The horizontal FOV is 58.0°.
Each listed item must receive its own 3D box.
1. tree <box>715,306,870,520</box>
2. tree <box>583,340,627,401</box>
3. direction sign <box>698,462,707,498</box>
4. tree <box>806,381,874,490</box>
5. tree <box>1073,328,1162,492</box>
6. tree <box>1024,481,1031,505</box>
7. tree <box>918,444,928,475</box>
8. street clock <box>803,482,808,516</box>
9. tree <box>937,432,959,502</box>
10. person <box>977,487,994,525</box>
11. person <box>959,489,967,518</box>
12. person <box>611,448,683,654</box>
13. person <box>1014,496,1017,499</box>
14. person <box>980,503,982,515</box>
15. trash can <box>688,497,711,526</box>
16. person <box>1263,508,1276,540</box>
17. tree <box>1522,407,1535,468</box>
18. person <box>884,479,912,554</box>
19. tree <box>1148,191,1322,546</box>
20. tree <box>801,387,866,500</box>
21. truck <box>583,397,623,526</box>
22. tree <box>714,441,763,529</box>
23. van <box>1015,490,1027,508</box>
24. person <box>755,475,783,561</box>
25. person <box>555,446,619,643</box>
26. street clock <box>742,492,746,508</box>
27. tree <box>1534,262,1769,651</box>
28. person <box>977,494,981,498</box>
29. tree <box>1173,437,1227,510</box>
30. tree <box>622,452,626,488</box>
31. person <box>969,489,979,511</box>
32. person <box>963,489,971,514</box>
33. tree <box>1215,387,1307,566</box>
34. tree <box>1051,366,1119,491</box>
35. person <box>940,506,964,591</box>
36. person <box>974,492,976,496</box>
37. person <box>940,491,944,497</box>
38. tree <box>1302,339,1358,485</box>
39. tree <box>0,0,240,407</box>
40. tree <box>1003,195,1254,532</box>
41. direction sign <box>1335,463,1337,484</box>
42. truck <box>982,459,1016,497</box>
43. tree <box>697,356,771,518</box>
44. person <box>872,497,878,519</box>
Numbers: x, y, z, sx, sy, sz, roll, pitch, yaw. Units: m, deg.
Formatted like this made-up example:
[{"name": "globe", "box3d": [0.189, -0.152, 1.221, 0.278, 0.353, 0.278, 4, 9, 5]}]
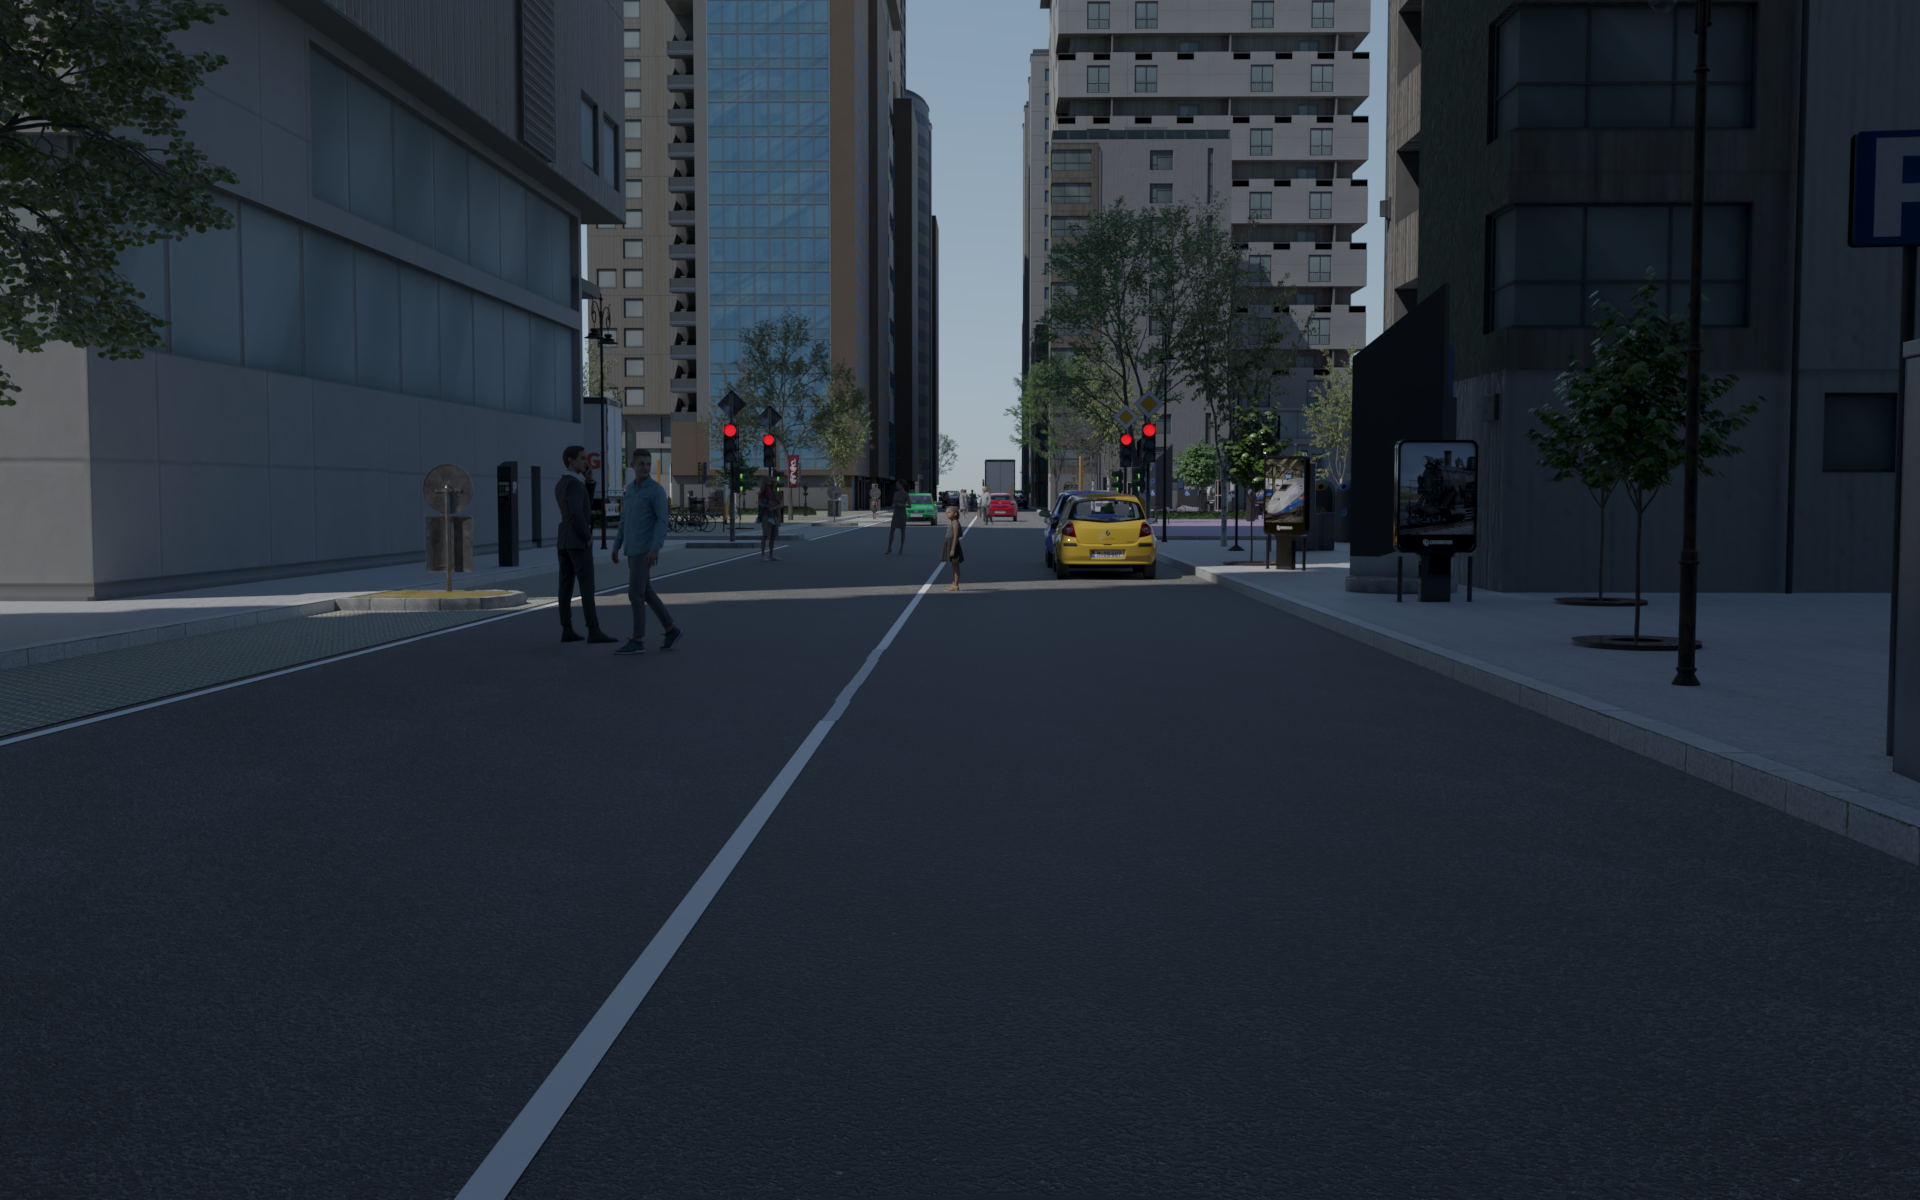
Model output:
[{"name": "tree", "box3d": [-8.211, -9.223, 85.212, 8.767, 10.594, 7.601, 1, 4, 15]}, {"name": "tree", "box3d": [-17.626, -7.928, 79.984, 4.737, 8.622, 4.395, 0, 3, 0]}, {"name": "direction sign", "box3d": [-18.298, -8.016, 123.059, 0.379, 3.537, 0.876, 3, 4, 36]}, {"name": "tree", "box3d": [-7.654, -9.771, 110.126, 4.737, 8.622, 4.395, 0, 3, 0]}, {"name": "tree", "box3d": [6.891, -7.770, 77.403, 4.737, 8.622, 4.395, 0, 3, 0]}, {"name": "tree", "box3d": [8.596, -13.375, 213.288, 1.663, 3.219, 1.824, 0, 3, 0]}, {"name": "tree", "box3d": [-6.182, -15.527, 204.227, 4.360, 8.622, 3.978, 0, 3, 0]}, {"name": "street clock", "box3d": [-8.931, -5.844, 100.112, 0.358, 2.002, 0.471, 0, 4, 0]}, {"name": "tree", "box3d": [-3.974, -22.240, 289.383, 9.928, 11.665, 9.643, 0, 3, 0]}, {"name": "person", "box3d": [1.136, -4.350, 80.108, 0.782, 1.767, 0.515, 3, 4, 37]}, {"name": "person", "box3d": [0.109, -5.699, 102.421, 0.466, 1.731, 0.760, 3, 5, 41]}, {"name": "person", "box3d": [-2.802, -0.446, 15.648, 0.748, 1.841, 0.638, -2, 4, -33]}, {"name": "person", "box3d": [4.485, -8.834, 153.645, 1.217, 1.736, 0.721, 1, 4, 15]}, {"name": "person", "box3d": [1.565, -6.573, 120.247, 0.640, 1.303, 0.475, 2, 4, 28]}, {"name": "trash can", "box3d": [-10.436, -3.491, 68.739, 0.748, 1.137, 0.748, 0, 3, 0]}, {"name": "person", "box3d": [9.209, -2.559, 50.529, 0.709, 1.800, 0.728, 1, 4, 19]}, {"name": "tree", "box3d": [7.370, -1.566, 20.210, 1.663, 3.219, 1.824, 0, 3, 0]}, {"name": "person", "box3d": [-1.474, -1.977, 41.169, 0.599, 1.781, 0.374, 2, 4, 29]}, {"name": "tree", "box3d": [6.506, -5.611, 42.101, 4.360, 8.622, 3.978, 0, 3, 0]}, {"name": "tree", "box3d": [-8.251, -10.132, 116.023, 4.360, 8.622, 3.978, 0, 3, 0]}, {"name": "truck", "box3d": [-15.741, -3.793, 50.931, 11.283, 4.237, 2.839, 0, 4, -1]}, {"name": "tree", "box3d": [-8.015, -4.202, 63.311, 1.663, 3.219, 1.824, 0, 3, 0]}, {"name": "van", "box3d": [5.762, -10.203, 173.824, 2.013, 2.044, 4.112, 0, 4, 1]}, {"name": "person", "box3d": [-4.086, -1.748, 37.048, 0.573, 1.828, 0.580, 0, 4, 7]}, {"name": "person", "box3d": [-3.668, -0.548, 16.822, 0.474, 1.900, 0.648, -3, 4, -37]}, {"name": "street clock", "box3d": [-16.207, -7.670, 129.970, 0.358, 2.002, 0.471, -1, 4, -11]}, {"name": "tree", "box3d": [5.851, -1.218, 14.515, 1.663, 3.219, 1.824, 0, 3, 0]}, {"name": "person", "box3d": [2.845, -14.547, 249.529, 0.799, 1.438, 0.628, -2, 4, -30]}, {"name": "tree", "box3d": [13.615, -6.936, 97.125, 4.285, 4.588, 4.351, 0, 3, 0]}, {"name": "tree", "box3d": [-23.008, -8.025, 114.914, 4.285, 4.588, 4.351, 0, 3, 0]}, {"name": "person", "box3d": [1.041, -8.252, 143.419, 1.348, 1.824, 0.705, 3, 5, 44]}, {"name": "person", "box3d": [0.508, -7.088, 124.745, 0.716, 1.782, 0.532, 2, 4, 33]}, {"name": "tree", "box3d": [5.410, -2.241, 31.249, 1.663, 3.219, 1.824, 0, 3, 0]}, {"name": "tree", "box3d": [7.466, -9.072, 98.682, 4.360, 8.622, 3.978, 0, 3, 0]}, {"name": "person", "box3d": [-0.123, -0.760, 25.593, 0.373, 1.253, 0.362, -1, 4, -10]}, {"name": "person", "box3d": [2.290, -15.405, 261.294, 0.530, 1.710, 0.541, 3, 5, 43]}, {"name": "person", "box3d": [-2.156, -13.367, 227.028, 1.348, 1.826, 0.705, -3, 5, -41]}, {"name": "tree", "box3d": [18.264, -8.112, 82.994, 4.737, 8.622, 4.395, 0, 3, 0]}, {"name": "tree", "box3d": [-9.895, -5.843, 13.664, 7.486, 12.596, 7.792, 0, 3, 0]}, {"name": "tree", "box3d": [6.136, -8.167, 59.286, 9.928, 11.665, 9.643, 0, 3, 0]}, {"name": "direction sign", "box3d": [27.619, -8.275, 127.294, 0.379, 3.537, 0.876, 1, 4, 16]}, {"name": "truck", "box3d": [3.289, -9.537, 144.850, 2.839, 4.237, 11.283, 0, 4, 1]}, {"name": "tree", "box3d": [-11.981, -8.668, 92.092, 4.360, 8.622, 3.978, 0, 3, 0]}, {"name": "person", "box3d": [-4.797, -5.153, 97.427, 0.362, 1.253, 0.373, 3, 4, 38]}]
